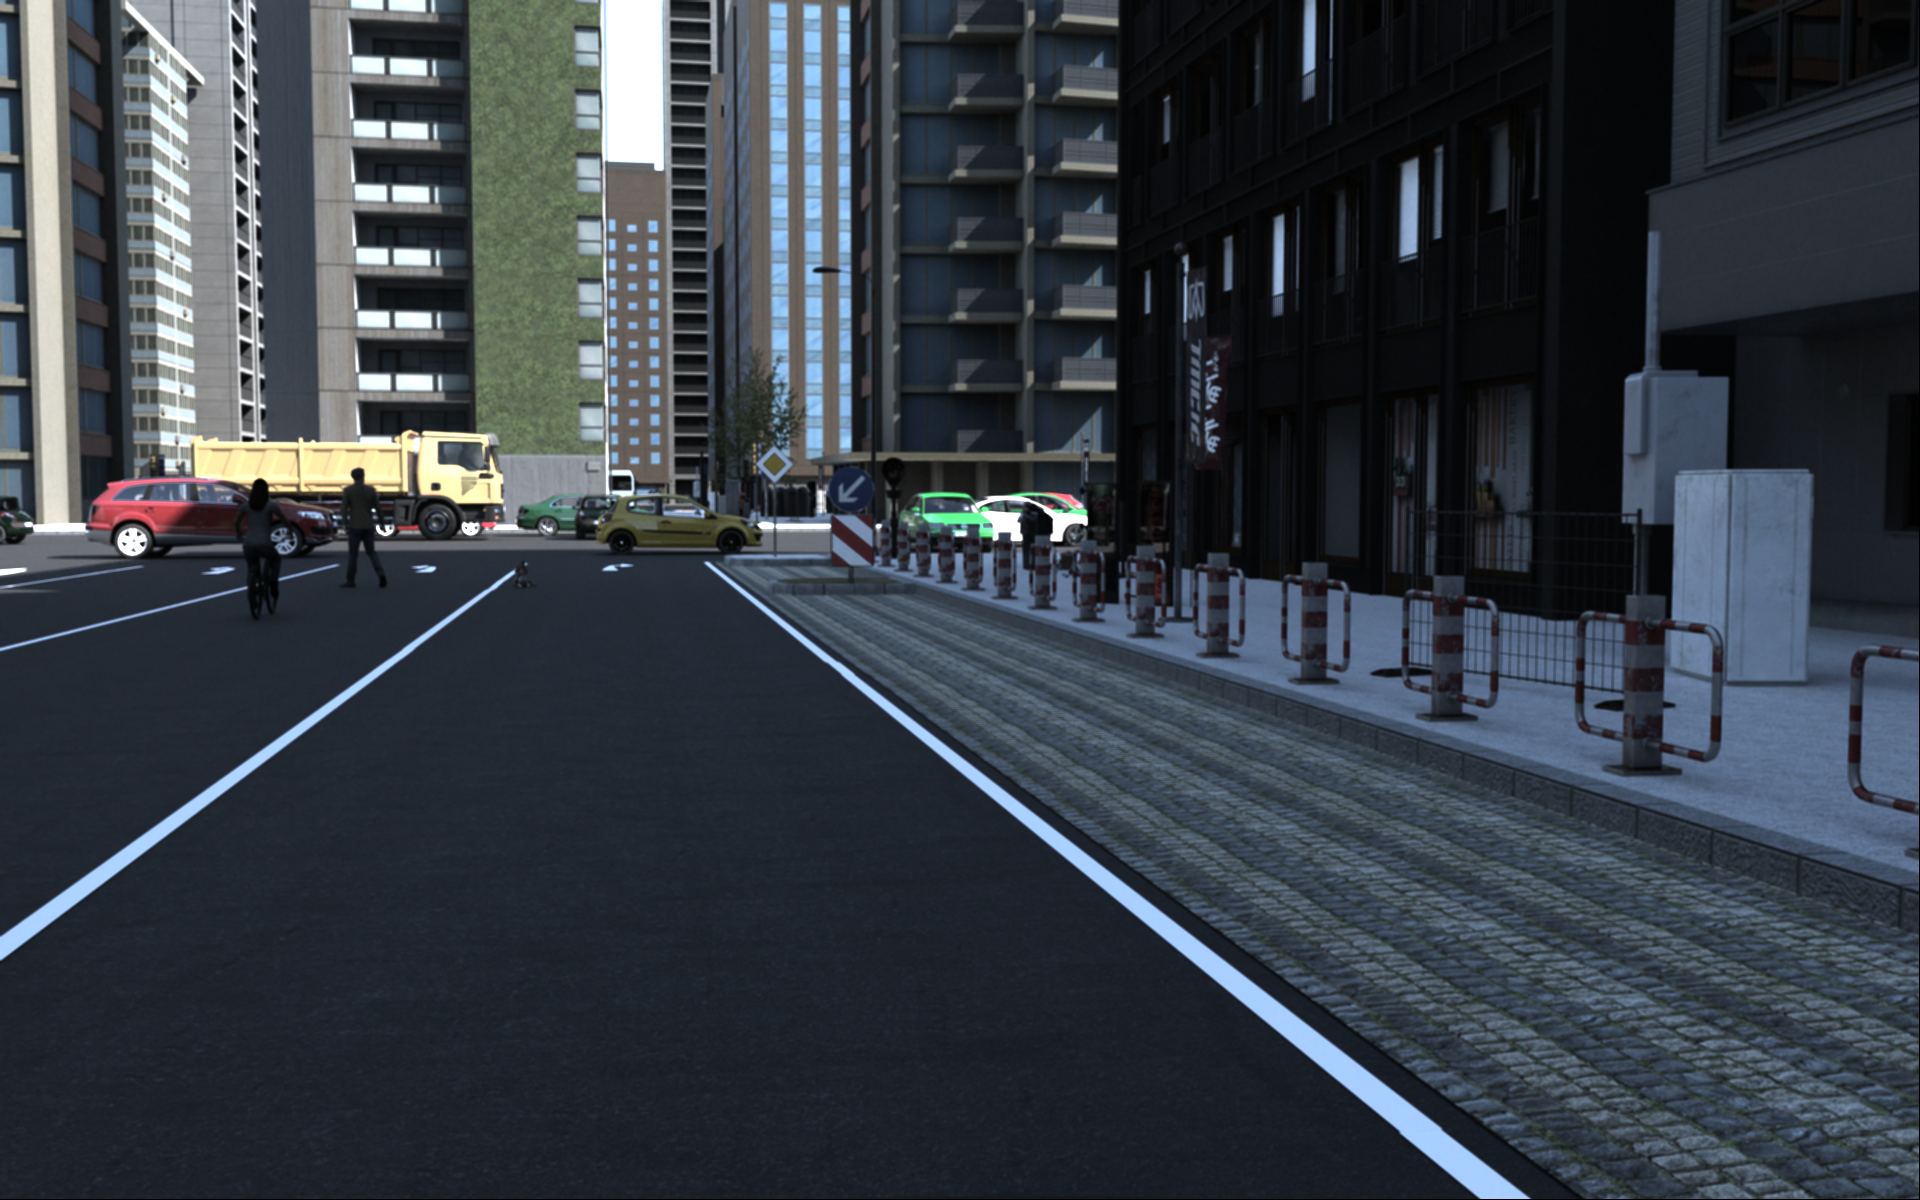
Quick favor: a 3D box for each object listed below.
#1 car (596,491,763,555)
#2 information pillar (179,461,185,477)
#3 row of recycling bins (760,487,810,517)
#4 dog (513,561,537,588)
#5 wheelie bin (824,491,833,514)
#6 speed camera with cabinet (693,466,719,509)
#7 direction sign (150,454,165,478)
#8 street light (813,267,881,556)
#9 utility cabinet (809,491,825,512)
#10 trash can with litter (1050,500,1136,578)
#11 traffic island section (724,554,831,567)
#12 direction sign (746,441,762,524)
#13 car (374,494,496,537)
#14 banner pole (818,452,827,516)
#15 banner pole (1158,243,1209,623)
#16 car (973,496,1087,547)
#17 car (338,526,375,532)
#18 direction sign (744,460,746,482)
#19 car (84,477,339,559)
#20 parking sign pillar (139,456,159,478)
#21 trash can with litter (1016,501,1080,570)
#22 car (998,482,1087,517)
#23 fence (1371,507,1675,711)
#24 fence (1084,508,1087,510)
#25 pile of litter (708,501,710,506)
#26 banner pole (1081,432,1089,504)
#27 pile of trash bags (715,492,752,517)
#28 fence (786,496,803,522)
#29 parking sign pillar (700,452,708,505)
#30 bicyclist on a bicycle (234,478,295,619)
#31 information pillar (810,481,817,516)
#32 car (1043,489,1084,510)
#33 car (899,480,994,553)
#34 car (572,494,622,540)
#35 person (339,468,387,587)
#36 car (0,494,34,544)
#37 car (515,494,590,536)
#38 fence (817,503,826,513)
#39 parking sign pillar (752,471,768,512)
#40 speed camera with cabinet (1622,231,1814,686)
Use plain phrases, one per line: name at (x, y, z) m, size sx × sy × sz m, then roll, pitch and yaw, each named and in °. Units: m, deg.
car at (-6.776, -1.934, 41.852) m, size 3.980 × 1.641 × 2.015 m, roll -1°, pitch 4°, yaw -12°
information pillar at (-55.013, -8.023, 122.529) m, size 0.504 × 3.616 × 0.183 m, roll 1°, pitch 4°, yaw 19°
row of recycling bins at (-9.890, -5.556, 97.958) m, size 3.534 × 1.692 × 1.069 m, roll 3°, pitch 4°, yaw 37°
dog at (-6.701, -0.406, 26.831) m, size 0.550 × 0.427 × 0.748 m, roll 2°, pitch 4°, yaw 26°
wheelie bin at (-8.538, -6.510, 114.343) m, size 0.693 × 1.594 × 0.980 m, roll 1°, pitch 4°, yaw 21°
speed camera with cabinet at (-18.051, -7.878, 123.148) m, size 2.038 × 3.252 × 0.660 m, roll 3°, pitch 4°, yaw 36°
direction sign at (-45.893, -6.550, 99.095) m, size 0.379 × 3.537 × 0.876 m, roll 2°, pitch 4°, yaw 33°
street light at (-2.318, -3.859, 35.643) m, size 1.470 × 5.913 × 1.316 m, roll -1°, pitch 4°, yaw -11°
utility cabinet at (-10.264, -7.089, 124.590) m, size 1.173 × 1.500 × 0.318 m, roll -2°, pitch 4°, yaw -33°
trash can with litter at (2.237, -0.981, 27.098) m, size 1.678 × 1.210 × 2.233 m, roll -2°, pitch 4°, yaw -33°
traffic island section at (-3.767, -0.808, 35.486) m, size 2.009 × 0.180 × 2.903 m, roll -1°, pitch 4°, yaw -11°
direction sign at (-8.699, -5.024, 74.136) m, size 0.379 × 3.537 × 0.876 m, roll 1°, pitch 4°, yaw 17°
car at (-18.044, -3.038, 58.713) m, size 4.494 × 1.783 × 2.155 m, roll -1°, pitch 4°, yaw -12°
banner pole at (-8.256, -6.931, 103.346) m, size 0.401 × 3.779 × 0.863 m, roll -2°, pitch 4°, yaw -30°
banner pole at (2.263, -1.659, 17.140) m, size 0.401 × 3.779 × 0.863 m, roll -1°, pitch 4°, yaw -17°
car at (1.540, -2.159, 47.654) m, size 4.827 × 1.381 × 2.083 m, roll -1°, pitch 4°, yaw -13°
car at (-22.306, -3.182, 60.825) m, size 4.718 × 1.807 × 1.959 m, roll -1°, pitch 4°, yaw -11°
direction sign at (-14.028, -7.581, 115.951) m, size 0.876 × 3.537 × 0.379 m, roll 0°, pitch 4°, yaw -6°
car at (-16.920, -1.875, 39.325) m, size 5.304 × 1.827 × 2.281 m, roll -1°, pitch 4°, yaw -11°
parking sign pillar at (-56.350, -8.069, 120.392) m, size 1.447 × 3.967 × 1.447 m, roll 3°, pitch 4°, yaw 39°
trash can with litter at (1.523, -1.105, 29.449) m, size 1.055 × 1.170 × 0.624 m, roll -1°, pitch 4°, yaw -11°
car at (2.470, -2.680, 52.617) m, size 4.718 × 1.807 × 1.959 m, roll -1°, pitch 4°, yaw -10°
fence at (3.607, -0.006, 11.307) m, size 0.480 × 1.192 × 2.264 m, roll -2°, pitch 4°, yaw -25°
fence at (4.878, -3.455, 71.870) m, size 2.069 × 0.683 × 0.278 m, roll -3°, pitch 4°, yaw -38°
pile of litter at (-17.782, -6.484, 119.980) m, size 1.176 × 0.858 × 1.719 m, roll -1°, pitch 4°, yaw -9°
banner pole at (5.055, -4.905, 70.221) m, size 0.401 × 3.779 × 0.863 m, roll -1°, pitch 4°, yaw -23°
pile of trash bags at (-12.642, -5.363, 97.435) m, size 1.912 × 1.369 × 3.447 m, roll -1°, pitch 4°, yaw -23°
fence at (-7.646, -4.211, 80.049) m, size 0.480 × 1.192 × 2.264 m, roll -1°, pitch 4°, yaw -16°
parking sign pillar at (-16.324, -7.453, 110.323) m, size 1.447 × 3.967 × 1.447 m, roll -1°, pitch 4°, yaw -11°
bicyclist on a bicycle at (-8.150, -0.624, 20.224) m, size 1.499 × 1.676 × 1.625 m, roll -1°, pitch 4°, yaw -12°
information pillar at (-8.500, -5.852, 100.168) m, size 0.304 × 2.012 × 0.304 m, roll -2°, pitch 4°, yaw -34°
car at (2.251, -3.199, 61.342) m, size 4.494 × 1.783 × 2.155 m, roll -1°, pitch 4°, yaw -11°
car at (-0.394, -2.129, 43.602) m, size 1.959 × 1.807 × 4.718 m, roll -1°, pitch 4°, yaw -13°
car at (-11.458, -2.806, 55.664) m, size 2.009 × 1.686 × 4.222 m, roll -1°, pitch 4°, yaw -11°
person at (-9.164, -1.115, 26.642) m, size 0.836 × 1.842 × 0.656 m, roll 1°, pitch 4°, yaw 22°
car at (-28.745, -2.420, 49.353) m, size 4.222 × 1.686 × 2.009 m, roll -1°, pitch 4°, yaw -9°
car at (-12.818, -2.936, 59.805) m, size 4.920 × 1.459 × 2.131 m, roll -1°, pitch 4°, yaw -11°
fence at (-9.922, -6.283, 118.109) m, size 0.278 × 0.683 × 2.069 m, roll 3°, pitch 5°, yaw 43°
parking sign pillar at (-14.269, -8.331, 124.676) m, size 1.447 × 3.967 × 1.447 m, roll 1°, pitch 4°, yaw 17°
speed camera with cabinet at (5.410, -1.108, 12.457) m, size 0.660 × 3.252 × 2.038 m, roll 0°, pitch 4°, yaw 1°
